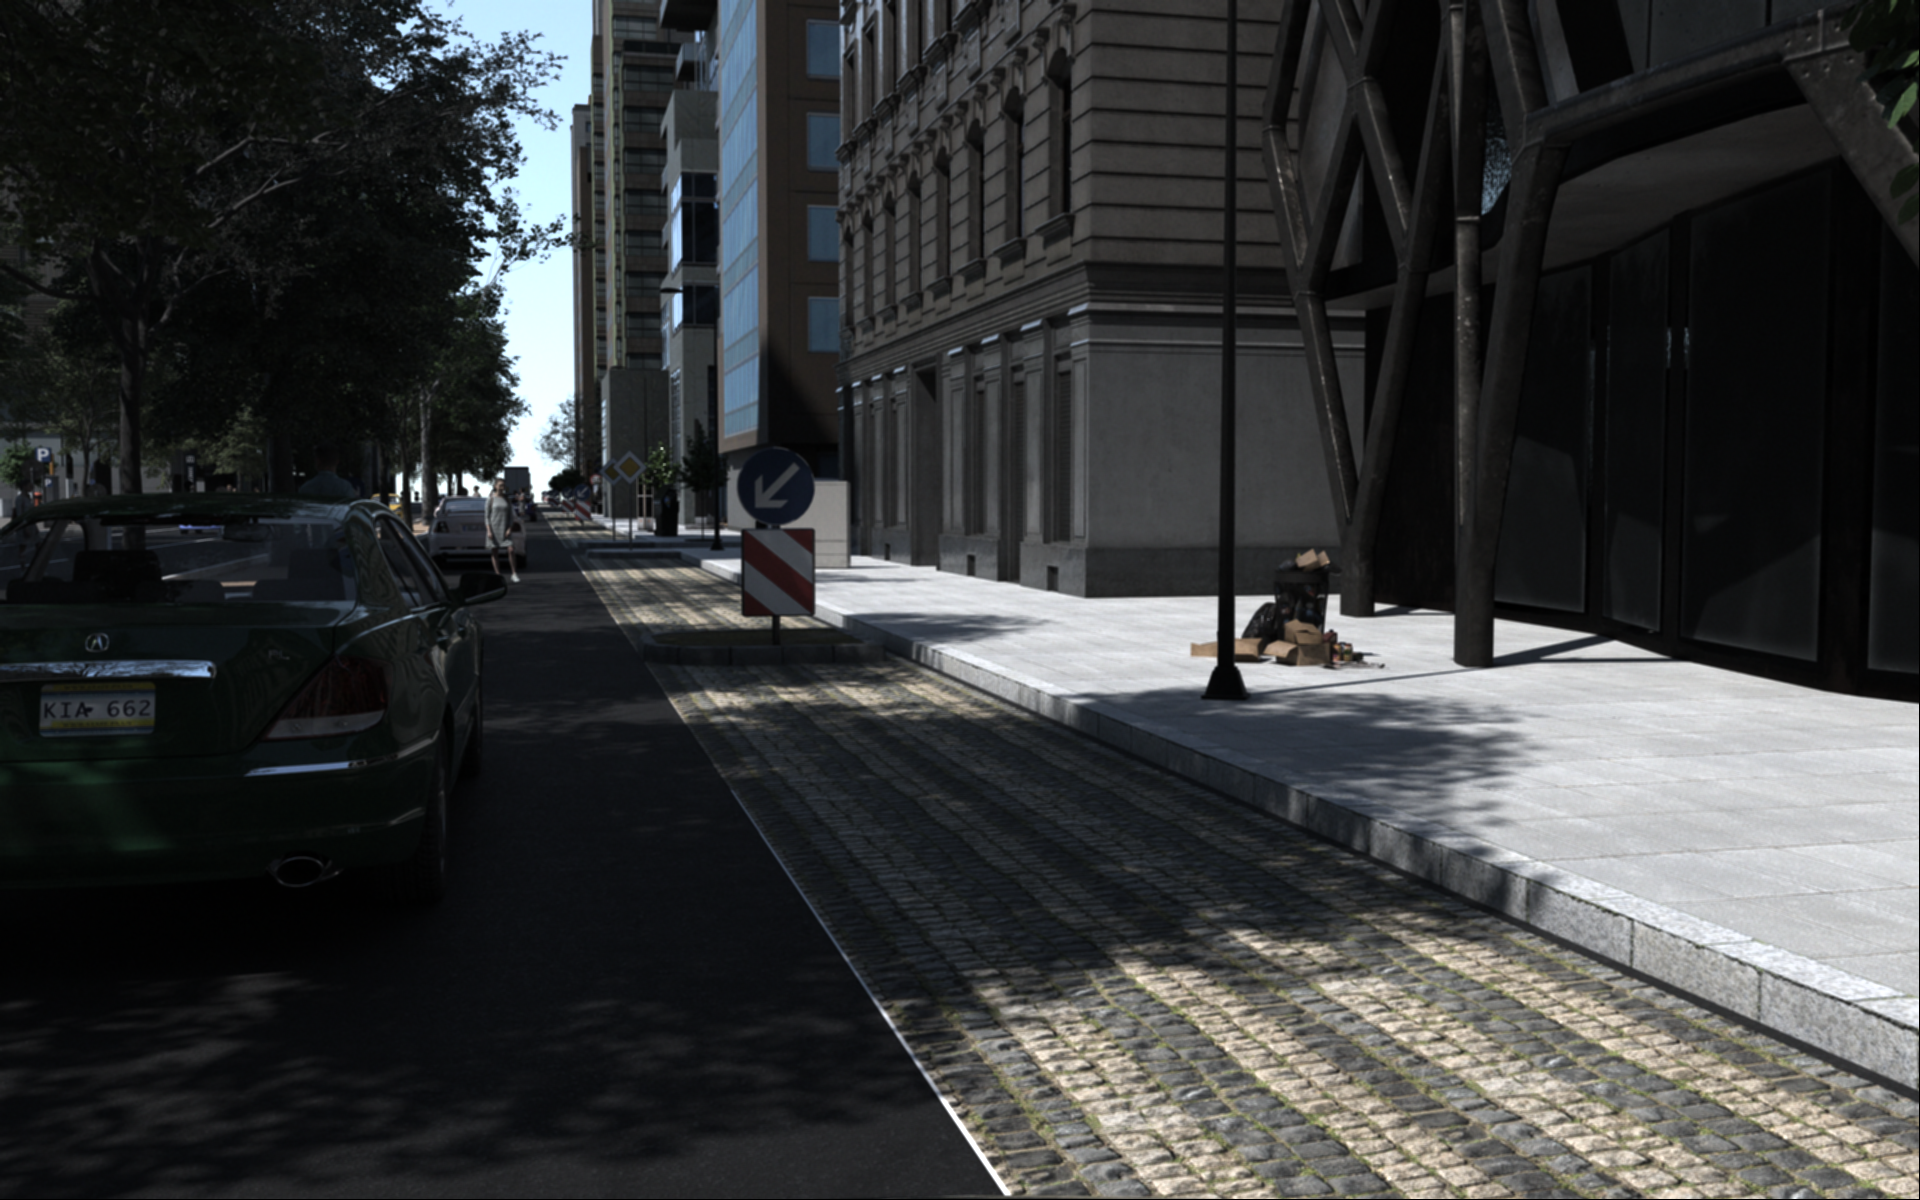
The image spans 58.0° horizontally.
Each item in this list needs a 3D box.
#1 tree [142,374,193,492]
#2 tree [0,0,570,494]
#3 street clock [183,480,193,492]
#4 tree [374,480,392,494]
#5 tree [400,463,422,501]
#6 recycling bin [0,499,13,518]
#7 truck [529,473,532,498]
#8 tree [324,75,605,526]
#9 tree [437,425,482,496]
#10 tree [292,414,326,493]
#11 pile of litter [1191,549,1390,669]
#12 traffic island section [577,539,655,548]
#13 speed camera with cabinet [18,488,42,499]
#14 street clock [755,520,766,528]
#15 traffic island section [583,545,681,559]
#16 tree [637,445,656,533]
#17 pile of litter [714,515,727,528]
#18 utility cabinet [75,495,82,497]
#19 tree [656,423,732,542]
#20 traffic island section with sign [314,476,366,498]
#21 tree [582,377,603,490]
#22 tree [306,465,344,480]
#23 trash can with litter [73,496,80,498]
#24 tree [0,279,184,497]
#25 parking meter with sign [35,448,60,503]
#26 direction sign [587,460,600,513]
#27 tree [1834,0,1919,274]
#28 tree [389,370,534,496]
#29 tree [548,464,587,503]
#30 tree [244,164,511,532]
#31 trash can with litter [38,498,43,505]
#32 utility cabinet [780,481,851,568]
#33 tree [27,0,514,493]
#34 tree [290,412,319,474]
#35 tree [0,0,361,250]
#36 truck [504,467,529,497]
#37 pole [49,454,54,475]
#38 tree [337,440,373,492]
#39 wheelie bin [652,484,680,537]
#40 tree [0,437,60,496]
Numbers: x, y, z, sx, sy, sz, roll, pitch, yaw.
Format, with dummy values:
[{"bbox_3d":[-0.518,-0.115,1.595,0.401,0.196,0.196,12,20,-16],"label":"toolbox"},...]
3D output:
[{"bbox_3d":[-46.317,-9.210,100.946,4.737,8.622,4.395,0,3,0],"label":"tree"},{"bbox_3d":[-9.958,-6.587,20.520,12.009,13.543,11.850,0,3,0],"label":"tree"},{"bbox_3d":[-40.819,-5.324,91.614,0.471,2.002,0.358,-2,4,-30],"label":"street clock"},{"bbox_3d":[-73.244,-13.762,219.608,1.663,3.219,1.824,0,3,0],"label":"tree"},{"bbox_3d":[-84.597,-19.380,267.220,4.360,8.622,3.978,0,3,0],"label":"tree"},{"bbox_3d":[-52.083,-4.994,94.213,0.722,1.027,0.722,1,4,15],"label":"recycling bin"},{"bbox_3d":[-58.796,-14.871,232.048,2.839,4.237,11.283,-1,4,-13],"label":"truck"},{"bbox_3d":[-22.551,-13.350,76.612,12.611,20.169,13.585,0,3,0],"label":"tree"},{"bbox_3d":[-31.136,-9.377,106.135,4.737,8.622,4.395,0,3,0],"label":"tree"},{"bbox_3d":[-51.607,-11.328,135.571,4.737,8.622,4.395,0,3,0],"label":"tree"},{"bbox_3d":[2.492,0.037,13.360,1.176,0.858,1.719,-1,4,-21],"label":"pile of litter"},{"bbox_3d":[-9.392,-1.521,47.145,2.009,0.180,2.903,-1,4,-14],"label":"traffic island section"},{"bbox_3d":[-59.844,-7.207,112.167,2.038,3.252,0.660,0,4,-4],"label":"speed camera with cabinet"},{"bbox_3d":[-4.218,-1.963,36.663,0.471,2.002,0.358,-3,4,-38],"label":"street clock"},{"bbox_3d":[-7.466,-1.047,39.395,2.009,0.180,2.903,-1,4,-14],"label":"traffic island section"},{"bbox_3d":[-10.129,-3.883,58.089,1.663,3.219,1.824,0,3,0],"label":"tree"},{"bbox_3d":[-8.788,-3.208,66.415,1.719,0.858,1.176,2,4,34],"label":"pile of litter"},{"bbox_3d":[-45.068,-4.743,88.702,0.306,1.237,1.020,-3,4,-37],"label":"utility cabinet"},{"bbox_3d":[-7.108,-3.204,46.987,1.663,3.219,1.824,0,3,0],"label":"tree"},{"bbox_3d":[-15.776,-2.268,45.216,2.006,1.907,1.989,-1,4,-14],"label":"traffic island section with sign"},{"bbox_3d":[-20.531,-9.322,102.784,4.360,8.622,3.978,0,3,0],"label":"tree"},{"bbox_3d":[-58.886,-10.820,160.614,4.285,4.588,4.351,0,3,0],"label":"tree"},{"bbox_3d":[-37.839,-3.865,74.250,2.233,1.210,1.678,3,5,44],"label":"trash can with litter"},{"bbox_3d":[-36.454,-8.437,72.353,7.601,10.594,8.767,0,4,-6],"label":"tree"},{"bbox_3d":[-34.519,-4.254,65.809,0.543,3.016,1.738,-1,4,-11],"label":"parking meter with sign"},{"bbox_3d":[-24.299,-7.511,114.809,0.876,3.537,0.379,-2,4,-35],"label":"direction sign"},{"bbox_3d":[3.383,-1.224,3.723,4.285,4.588,4.351,0,3,0],"label":"tree"},{"bbox_3d":[-33.039,-11.906,114.125,9.611,12.733,9.660,0,3,0],"label":"tree"},{"bbox_3d":[-42.265,-12.521,188.424,4.285,4.588,4.351,0,3,0],"label":"tree"},{"bbox_3d":[-18.095,-7.691,53.962,9.928,11.665,9.643,0,3,0],"label":"tree"},{"bbox_3d":[-46.277,-4.633,87.138,1.055,1.170,0.624,1,4,14],"label":"trash can with litter"},{"bbox_3d":[-2.488,-1.295,29.851,1.173,1.500,0.318,0,4,8],"label":"utility cabinet"},{"bbox_3d":[-13.308,-7.623,33.756,9.857,13.997,8.962,0,3,0],"label":"tree"},{"bbox_3d":[-50.622,-11.035,130.780,4.360,8.622,3.978,0,3,0],"label":"tree"},{"bbox_3d":[-7.617,-5.530,11.002,7.486,12.596,7.792,0,3,0],"label":"tree"},{"bbox_3d":[-46.718,-11.832,182.364,2.839,4.237,11.283,-1,4,-15],"label":"truck"},{"bbox_3d":[-46.151,-5.763,88.070,0.158,3.312,0.155,0,3,0],"label":"pole"},{"bbox_3d":[-62.890,-14.047,180.023,4.360,8.622,3.978,0,3,0],"label":"tree"},{"bbox_3d":[-9.170,-2.819,53.994,0.693,1.594,0.980,0,4,-5],"label":"wheelie bin"},{"bbox_3d":[-53.666,-7.087,99.590,4.285,4.588,4.351,0,3,0],"label":"tree"}]
